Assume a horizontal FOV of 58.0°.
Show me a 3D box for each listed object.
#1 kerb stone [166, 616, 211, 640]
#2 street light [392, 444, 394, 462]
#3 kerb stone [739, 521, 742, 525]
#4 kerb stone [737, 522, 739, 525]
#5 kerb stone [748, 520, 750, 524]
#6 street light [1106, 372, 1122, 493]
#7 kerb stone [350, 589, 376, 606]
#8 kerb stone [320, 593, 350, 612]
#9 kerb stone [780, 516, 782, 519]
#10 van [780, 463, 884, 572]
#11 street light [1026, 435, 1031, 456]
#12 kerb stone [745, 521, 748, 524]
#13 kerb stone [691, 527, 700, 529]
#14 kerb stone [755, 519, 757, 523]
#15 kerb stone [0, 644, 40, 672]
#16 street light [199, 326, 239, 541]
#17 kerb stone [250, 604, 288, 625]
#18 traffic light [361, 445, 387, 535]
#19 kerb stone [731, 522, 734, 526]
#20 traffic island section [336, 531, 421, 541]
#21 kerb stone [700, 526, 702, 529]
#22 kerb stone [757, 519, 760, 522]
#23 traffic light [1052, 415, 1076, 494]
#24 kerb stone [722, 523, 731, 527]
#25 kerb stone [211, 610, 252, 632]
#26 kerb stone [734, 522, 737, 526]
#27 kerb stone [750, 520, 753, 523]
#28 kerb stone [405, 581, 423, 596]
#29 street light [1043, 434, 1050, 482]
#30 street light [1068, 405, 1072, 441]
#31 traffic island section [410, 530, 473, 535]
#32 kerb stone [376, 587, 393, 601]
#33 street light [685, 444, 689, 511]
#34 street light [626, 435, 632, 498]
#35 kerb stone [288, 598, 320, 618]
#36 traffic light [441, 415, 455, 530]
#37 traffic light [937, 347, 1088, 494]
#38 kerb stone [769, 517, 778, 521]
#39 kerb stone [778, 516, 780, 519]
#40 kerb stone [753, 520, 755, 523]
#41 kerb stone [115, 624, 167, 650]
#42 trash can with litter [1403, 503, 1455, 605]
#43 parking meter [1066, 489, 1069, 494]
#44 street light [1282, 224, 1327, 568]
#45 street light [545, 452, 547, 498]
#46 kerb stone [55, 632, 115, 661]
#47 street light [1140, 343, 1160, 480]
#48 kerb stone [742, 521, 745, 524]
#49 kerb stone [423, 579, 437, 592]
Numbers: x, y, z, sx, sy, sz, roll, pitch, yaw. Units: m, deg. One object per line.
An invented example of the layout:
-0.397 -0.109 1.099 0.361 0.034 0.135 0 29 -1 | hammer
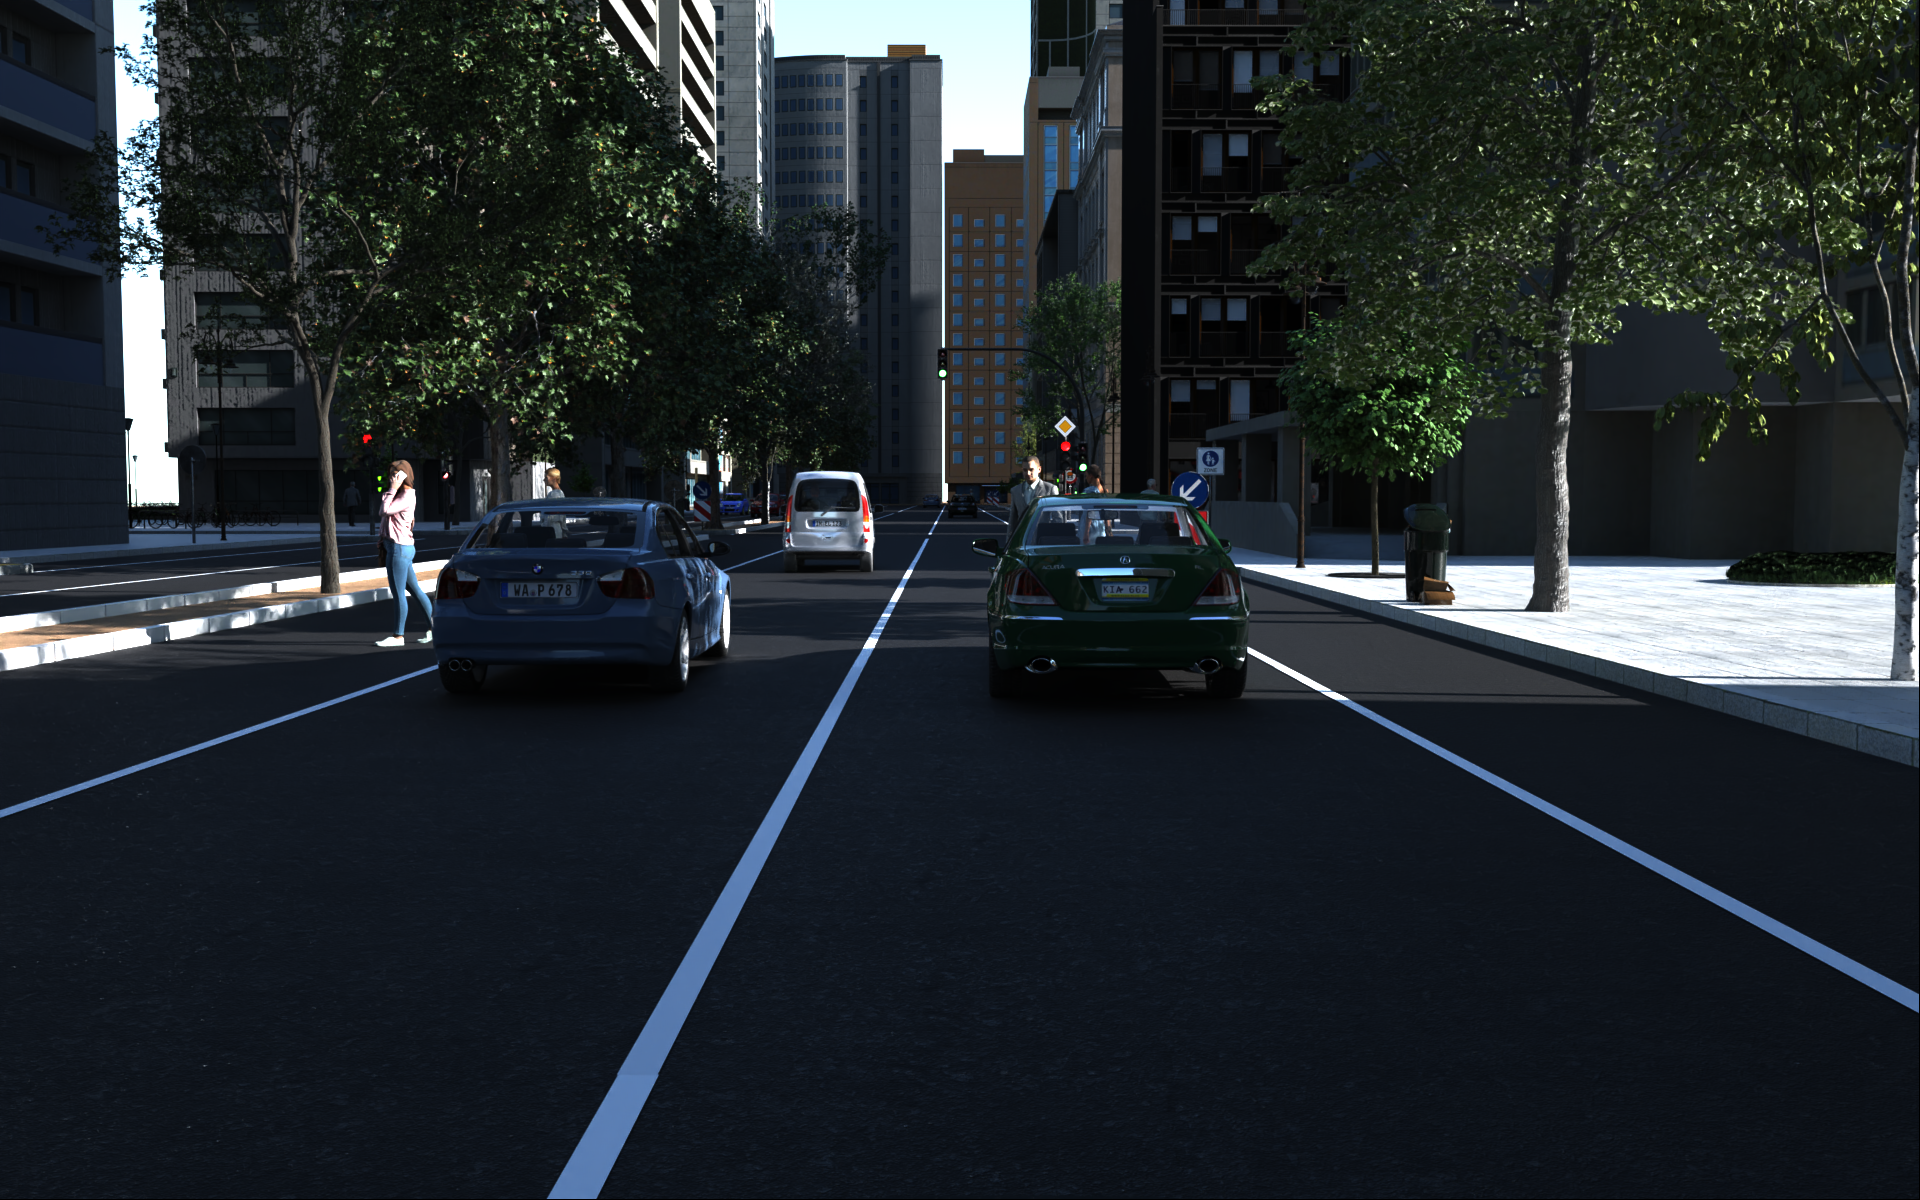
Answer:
-7.824 0.296 17.397 0.120 0.150 1.000 0 4 0 | kerb stone
-20.334 -5.460 62.066 0.468 5.910 1.993 0 4 0 | street light
-10.231 -3.500 79.455 0.120 0.150 1.000 0 4 0 | kerb stone
-10.230 -3.439 78.430 0.120 0.150 1.000 0 4 0 | kerb stone
-10.247 -3.691 82.542 0.120 0.150 1.000 0 4 0 | kerb stone
5.796 -5.669 65.475 0.468 5.910 1.993 0 4 0 | street light
-7.849 -0.019 22.514 0.120 0.150 1.000 0 4 0 | kerb stone
-7.837 0.045 21.490 0.120 0.150 1.000 0 4 0 | kerb stone
-10.324 -4.632 97.936 0.120 0.150 1.000 0 4 0 | kerb stone
-2.471 -1.600 33.178 2.013 2.044 4.112 0 4 -2 | van
5.367 -9.981 135.983 0.468 5.910 1.993 0 4 0 | street light
-10.239 -3.628 81.517 0.120 0.150 1.000 0 4 0 | kerb stone
-10.165 -2.686 66.119 0.120 0.150 1.000 0 4 0 | kerb stone
-10.260 -3.879 85.609 0.120 0.150 1.000 0 4 0 | kerb stone
-7.807 0.482 14.309 0.120 0.150 1.000 0 4 0 | kerb stone
-20.371 -4.584 47.739 0.468 5.910 1.993 0 4 0 | street light
-7.830 0.168 19.446 0.120 0.150 1.000 0 4 0 | kerb stone
-18.286 -3.971 53.847 0.839 4.253 0.868 0 4 0 | traffic light
-10.215 -3.308 76.383 0.120 0.150 1.000 0 4 0 | kerb stone
-18.326 -1.939 53.981 2.009 0.180 2.903 0 4 0 | traffic island section
-10.172 -2.746 67.148 0.120 0.150 1.000 0 4 0 | kerb stone
-10.271 -3.935 86.633 0.120 0.150 1.000 0 4 0 | kerb stone
3.735 -4.467 61.957 0.839 4.253 0.868 0 4 0 | traffic light
-10.207 -3.246 75.356 0.120 0.150 1.000 0 4 0 | kerb stone
-7.825 0.233 18.421 0.120 0.150 1.000 0 4 0 | kerb stone
-10.216 -3.374 77.407 0.120 0.150 1.000 0 4 0 | kerb stone
-10.244 -3.753 83.565 0.120 0.150 1.000 0 4 0 | kerb stone
-7.858 -0.145 24.558 0.120 0.150 1.000 0 4 0 | kerb stone
5.590 -8.560 112.746 0.468 5.910 1.993 0 4 0 | street light
5.667 -7.148 89.658 0.468 5.910 1.993 0 4 0 | street light
-18.366 -2.427 61.966 2.009 0.180 2.903 0 4 0 | traffic island section
-7.856 -0.081 23.536 0.120 0.150 1.000 0 4 0 | kerb stone
-20.752 -9.704 131.445 0.468 5.910 1.993 0 4 0 | street light
-20.602 -8.301 108.506 0.468 5.910 1.993 0 4 0 | street light
-7.834 0.109 20.468 0.120 0.150 1.000 0 4 0 | kerb stone
-16.235 -5.334 61.877 4.771 5.953 1.251 0 4 0 | traffic light
1.683 -4.841 53.820 4.771 5.953 1.251 0 4 0 | traffic light
-10.314 -4.507 95.880 0.120 0.150 1.000 0 4 0 | kerb stone
-10.310 -4.567 96.914 0.120 0.150 1.000 0 4 0 | kerb stone
-10.251 -3.811 84.587 0.120 0.150 1.000 0 4 0 | kerb stone
-7.812 0.359 16.371 0.120 0.150 1.000 0 4 0 | kerb stone
5.604 -0.552 20.405 0.624 1.170 1.055 0 4 -1 | trash can with litter
5.308 -4.724 85.642 0.372 1.533 0.369 0 3 0 | parking meter
5.928 -3.498 29.972 0.468 5.910 1.993 0 4 0 | street light
-20.470 -6.895 85.522 0.468 5.910 1.993 0 4 0 | street light
-7.811 0.419 15.343 0.120 0.150 1.000 0 4 0 | kerb stone
5.799 -4.910 53.069 0.468 5.910 1.993 0 4 0 | street light
-10.240 -3.560 80.477 0.120 0.150 1.000 0 4 0 | kerb stone
-7.859 -0.207 25.584 0.120 0.150 1.000 0 4 0 | kerb stone
